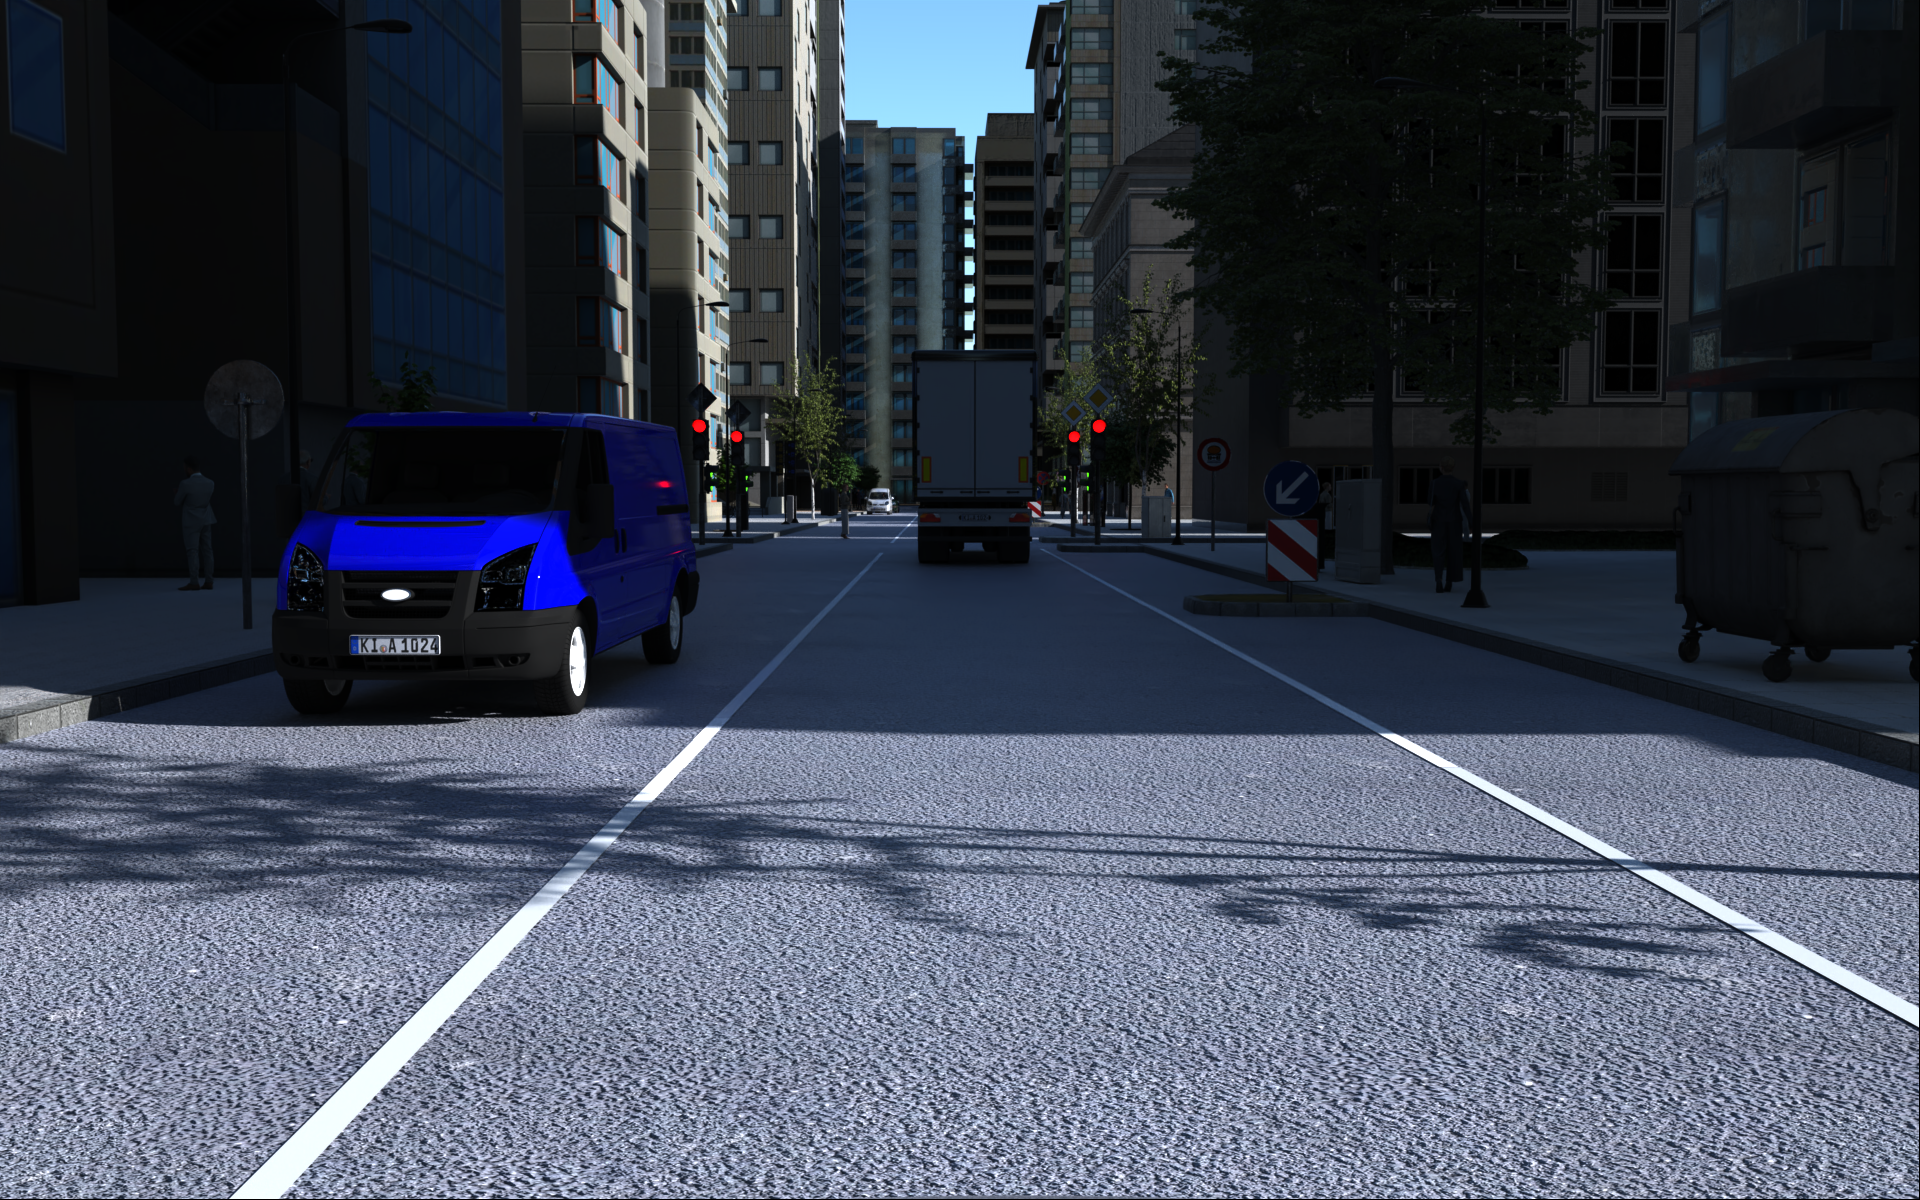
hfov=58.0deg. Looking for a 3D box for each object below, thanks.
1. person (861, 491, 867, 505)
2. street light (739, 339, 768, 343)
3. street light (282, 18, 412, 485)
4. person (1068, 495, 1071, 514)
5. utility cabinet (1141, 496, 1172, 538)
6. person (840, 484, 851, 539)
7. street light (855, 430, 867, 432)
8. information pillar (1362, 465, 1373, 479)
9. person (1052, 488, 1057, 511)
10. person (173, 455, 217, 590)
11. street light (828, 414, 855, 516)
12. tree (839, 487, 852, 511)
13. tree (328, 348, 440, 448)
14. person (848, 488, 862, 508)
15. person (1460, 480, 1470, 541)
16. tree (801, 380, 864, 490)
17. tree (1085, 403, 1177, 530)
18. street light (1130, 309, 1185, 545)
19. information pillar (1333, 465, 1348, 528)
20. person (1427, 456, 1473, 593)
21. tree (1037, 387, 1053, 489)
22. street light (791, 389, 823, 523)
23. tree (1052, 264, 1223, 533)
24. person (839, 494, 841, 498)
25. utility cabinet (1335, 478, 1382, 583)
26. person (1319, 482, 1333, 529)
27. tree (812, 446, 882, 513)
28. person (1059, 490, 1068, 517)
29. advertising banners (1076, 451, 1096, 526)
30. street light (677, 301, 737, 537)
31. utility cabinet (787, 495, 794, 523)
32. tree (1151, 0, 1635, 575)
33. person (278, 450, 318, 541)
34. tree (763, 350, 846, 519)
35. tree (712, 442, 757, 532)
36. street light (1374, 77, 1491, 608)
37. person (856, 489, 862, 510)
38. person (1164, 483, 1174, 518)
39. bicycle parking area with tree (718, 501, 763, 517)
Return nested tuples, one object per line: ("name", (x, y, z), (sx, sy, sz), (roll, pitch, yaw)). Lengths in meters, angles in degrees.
("person", (-11.702, -12.166, 207.392), (1.348, 1.826, 0.705), (1, 4, 12))
("street light", (-6.426, -4.850, 51.840), (1.470, 5.913, 1.316), (0, 4, -1))
("street light", (-6.052, -2.724, 17.082), (1.470, 5.913, 1.316), (0, 4, -1))
("person", (7.023, -6.048, 109.608), (0.332, 1.250, 0.352), (2, 4, 32))
("utility cabinet", (5.808, -2.444, 51.123), (1.020, 1.237, 0.306), (-3, 5, -42))
("person", (-3.672, -2.858, 55.774), (0.362, 1.759, 0.519), (-1, 4, -9))
("street light", (-7.361, -9.319, 124.906), (1.470, 5.913, 1.316), (0, 4, -1))
("information pillar", (10.443, -2.422, 44.097), (0.304, 2.012, 0.304), (-2, 4, -34))
("person", (7.028, -7.578, 130.669), (0.721, 1.736, 1.217), (1, 4, 11))
("person", (-10.281, -1.040, 23.221), (0.466, 1.800, 0.511), (1, 4, 14))
("street light", (-7.015, -7.849, 100.868), (1.470, 5.913, 1.316), (0, 4, -1))
("tree", (-9.237, -8.578, 134.853), (1.663, 3.219, 1.824), (0, 3, 0))
("tree", (-7.316, -1.748, 23.186), (1.663, 3.219, 1.824), (0, 3, 0))
("person", (-9.469, -9.210, 156.265), (1.348, 1.869, 0.705), (0, 4, 4))
("person", (13.396, -2.298, 46.254), (0.466, 1.800, 0.511), (0, 3, 0))
("tree", (-8.327, -9.773, 110.158), (4.360, 8.622, 3.978), (0, 3, 0))
("tree", (6.083, -4.775, 61.792), (4.285, 4.588, 4.351), (0, 3, 0))
("street light", (4.956, -4.341, 43.523), (1.470, 5.913, 1.316), (0, 4, -1))
("information pillar", (9.725, -2.435, 44.301), (0.304, 2.012, 0.304), (2, 4, 28))
("person", (6.369, -0.984, 22.558), (0.576, 1.772, 0.534), (0, 4, -1))
("tree", (5.616, -8.161, 83.797), (4.737, 8.622, 4.395), (0, 3, 0))
("street light", (-6.759, -6.356, 76.468), (1.470, 5.913, 1.316), (0, 4, -1))
("tree", (6.212, -6.497, 56.582), (4.737, 8.622, 4.395), (0, 3, 0))
("person", (-10.395, -8.481, 147.903), (0.628, 1.438, 0.799), (3, 5, 44))
("utility cabinet", (5.755, -1.005, 25.113), (0.318, 1.500, 1.173), (0, 4, -6))
("person", (10.214, -2.389, 48.111), (0.362, 1.759, 0.519), (-1, 4, -16))
("tree", (-8.149, -8.122, 116.501), (4.285, 4.588, 4.351), (0, 3, 0))
("person", (5.847, -5.482, 98.265), (0.503, 1.515, 0.523), (-1, 4, -15))
("advertising banners", (5.088, -4.527, 70.209), (0.090, 3.025, 2.074), (-1, 4, -18))
("street light", (-6.261, -4.242, 41.903), (1.470, 5.913, 1.316), (0, 4, -1))
("utility cabinet", (-7.568, -4.084, 77.931), (0.306, 1.237, 1.020), (0, 4, 3))
("tree", (6.427, -6.701, 27.685), (7.486, 12.596, 7.792), (0, 3, 0))
("person", (-7.756, -0.876, 20.535), (0.661, 1.801, 0.590), (1, 4, 14))
("tree", (-7.598, -8.392, 87.579), (4.737, 8.622, 4.395), (0, 3, 0))
("tree", (-8.006, -3.944, 59.082), (1.663, 3.219, 1.824), (0, 3, 0))
("street light", (5.312, -2.871, 19.484), (1.470, 5.913, 1.316), (0, 4, -1))
("person", (-8.159, -8.106, 139.496), (0.530, 1.710, 0.541), (0, 4, -2))
("person", (9.678, -4.529, 80.441), (0.444, 1.785, 0.601), (-2, 4, -23))
("bicycle parking area with tree", (-15.422, -6.578, 94.548), (9.016, 4.147, 8.231), (3, 5, 42))
